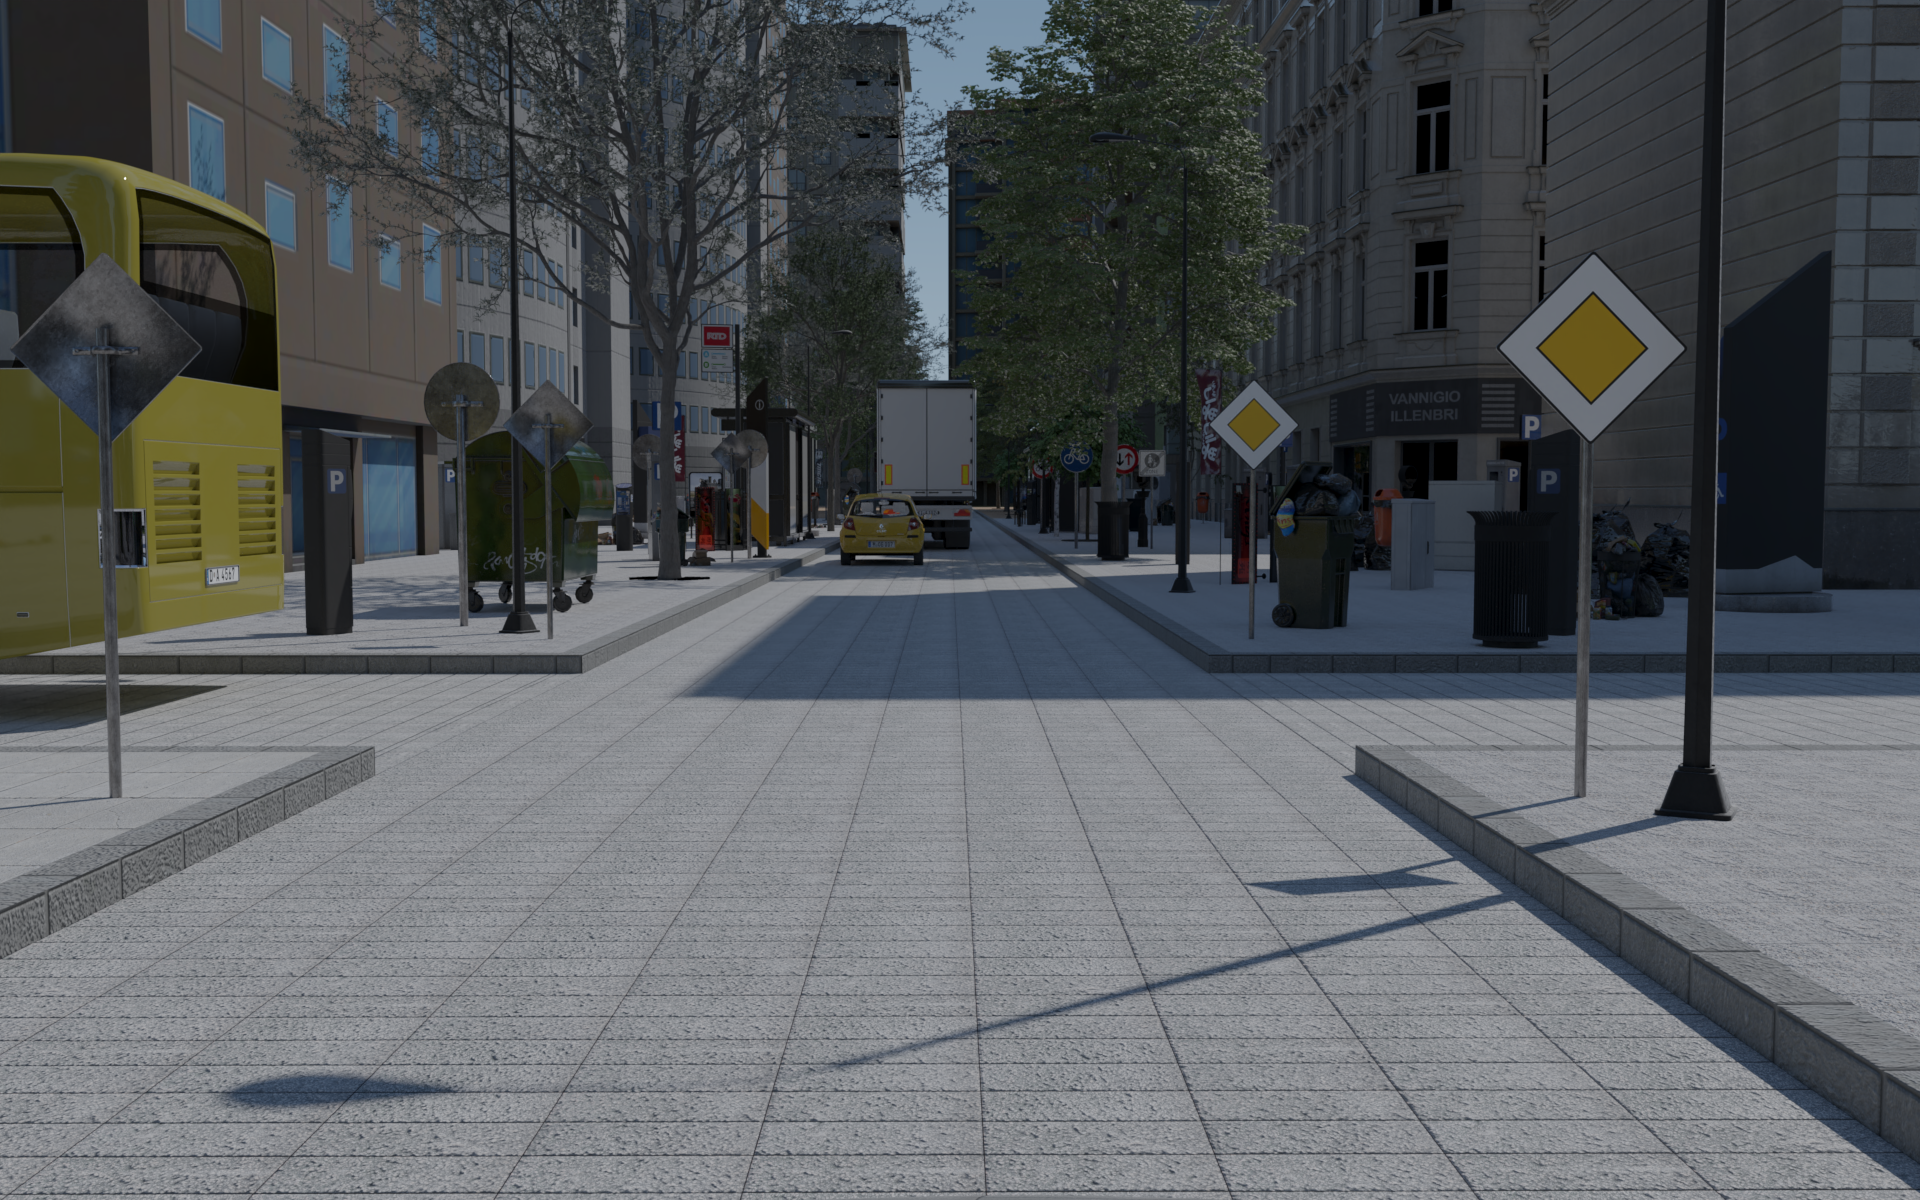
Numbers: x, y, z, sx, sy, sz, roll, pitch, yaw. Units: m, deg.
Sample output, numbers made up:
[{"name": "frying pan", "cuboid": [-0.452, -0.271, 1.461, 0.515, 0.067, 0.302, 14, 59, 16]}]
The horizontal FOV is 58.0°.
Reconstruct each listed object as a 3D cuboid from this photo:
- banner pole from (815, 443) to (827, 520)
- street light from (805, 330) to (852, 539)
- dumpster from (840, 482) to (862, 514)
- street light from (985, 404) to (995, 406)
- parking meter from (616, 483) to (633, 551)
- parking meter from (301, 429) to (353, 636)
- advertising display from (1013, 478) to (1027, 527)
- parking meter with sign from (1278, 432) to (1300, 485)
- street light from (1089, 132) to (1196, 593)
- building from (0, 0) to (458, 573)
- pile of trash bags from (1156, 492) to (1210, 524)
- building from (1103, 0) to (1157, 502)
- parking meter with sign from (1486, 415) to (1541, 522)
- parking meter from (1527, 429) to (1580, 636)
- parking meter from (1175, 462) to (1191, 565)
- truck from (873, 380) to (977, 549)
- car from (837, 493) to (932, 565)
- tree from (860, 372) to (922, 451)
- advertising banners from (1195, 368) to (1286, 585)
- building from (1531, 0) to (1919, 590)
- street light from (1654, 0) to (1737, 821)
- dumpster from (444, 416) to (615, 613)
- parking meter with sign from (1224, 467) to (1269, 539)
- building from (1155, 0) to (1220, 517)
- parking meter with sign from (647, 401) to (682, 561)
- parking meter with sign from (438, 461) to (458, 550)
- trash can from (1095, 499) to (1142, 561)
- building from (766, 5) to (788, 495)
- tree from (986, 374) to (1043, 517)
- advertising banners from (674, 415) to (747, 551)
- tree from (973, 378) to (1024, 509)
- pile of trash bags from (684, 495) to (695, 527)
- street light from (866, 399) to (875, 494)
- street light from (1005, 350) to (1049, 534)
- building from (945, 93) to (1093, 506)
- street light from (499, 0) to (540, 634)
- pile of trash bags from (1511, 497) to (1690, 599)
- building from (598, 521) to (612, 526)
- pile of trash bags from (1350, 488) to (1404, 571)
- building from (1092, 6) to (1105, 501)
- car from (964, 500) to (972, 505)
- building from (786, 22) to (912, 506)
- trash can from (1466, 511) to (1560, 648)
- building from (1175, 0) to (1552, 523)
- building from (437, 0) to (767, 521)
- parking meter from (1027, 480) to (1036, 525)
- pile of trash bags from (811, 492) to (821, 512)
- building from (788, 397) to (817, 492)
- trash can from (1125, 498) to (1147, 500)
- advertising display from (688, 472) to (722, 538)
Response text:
[{"name": "banner pole", "cuboid": [-6.715, -5.764, 84.264, 0.863, 3.779, 0.401, 2, 4, 30]}, {"name": "street light", "cuboid": [-3.758, -4.693, 49.269, 1.470, 5.913, 1.316, 0, 4, 0]}, {"name": "dumpster", "cuboid": [-5.236, -4.596, 80.908, 1.264, 1.857, 1.865, 0, 4, 0]}, {"name": "street light", "cuboid": [1.982, -7.152, 89.477, 1.470, 5.913, 1.316, 0, 4, 0]}, {"name": "parking meter", "cuboid": [-7.571, -1.875, 39.068, 0.372, 1.533, 0.369, 0, 3, 0]}, {"name": "parking meter", "cuboid": [-5.779, -0.620, 15.850, 0.255, 1.863, 0.399, 2, 4, 25]}, {"name": "advertising display", "cuboid": [2.533, -4.148, 73.033, 0.123, 1.923, 0.974, 2, 4, 32]}, {"name": "parking meter with sign", "cuboid": [8.494, -2.878, 43.309, 0.543, 3.016, 1.738, -1, 4, -21]}, {"name": "street light", "cuboid": [2.359, -3.051, 22.427, 1.470, 5.913, 1.316, 0, 4, 0]}, {"name": "building", "cuboid": [-17.658, -23.173, 28.984, 14.600, 45.320, 14.200, 0, 4, 0]}, {"name": "pile of trash bags", "cuboid": [9.169, -4.020, 75.472, 3.447, 1.369, 1.912, 1, 4, 12]}, {"name": "building", "cuboid": [21.385, -30.215, 117.721, 21.300, 48.544, 21.600, 0, 4, 0]}, {"name": "parking meter with sign", "cuboid": [12.210, -2.608, 38.899, 0.543, 3.016, 1.738, -2, 4, -23]}, {"name": "parking meter", "cuboid": [5.407, -0.617, 15.798, 0.255, 1.863, 0.399, -3, 5, -43]}, {"name": "parking meter", "cuboid": [4.070, -1.586, 31.635, 0.255, 1.863, 0.399, 0, 4, 5]}, {"name": "truck", "cuboid": [-1.036, -3.625, 48.189, 2.839, 4.237, 11.283, 0, 4, -2]}, {"name": "car", "cuboid": [-1.599, -1.592, 36.247, 2.015, 1.641, 3.980, 0, 4, -1]}, {"name": "tree", "cuboid": [-4.947, -12.789, 134.847, 9.928, 11.665, 9.643, 0, 3, 0]}, {"name": "advertising banners", "cuboid": [4.082, -1.740, 24.641, 2.074, 3.025, 0.090, -3, 4, -36]}, {"name": "building", "cuboid": [23.645, -14.117, 28.082, 25.104, 27.353, 12.463, 0, 4, 0]}, {"name": "street light", "cuboid": [2.419, -2.095, 6.790, 1.470, 5.913, 1.316, 0, 4, 0]}, {"name": "dumpster", "cuboid": [-4.812, -1.037, 19.452, 1.502, 2.255, 1.985, 0, 4, 0]}, {"name": "parking meter with sign", "cuboid": [8.489, -3.276, 49.816, 1.738, 3.016, 0.543, 1, 4, 23]}, {"name": "building", "cuboid": [18.163, -25.457, 99.819, 14.154, 41.232, 14.086, 0, 4, 0]}, {"name": "parking meter with sign", "cuboid": [-5.752, -2.271, 33.393, 0.543, 3.016, 1.738, -1, 4, -17]}, {"name": "parking meter with sign", "cuboid": [-12.012, -2.683, 40.127, 1.738, 3.016, 0.543, 3, 4, 36]}, {"name": "trash can", "cuboid": [2.959, -1.332, 33.433, 0.748, 1.137, 0.748, 0, 3, 0]}, {"name": "building", "cuboid": [-20.134, -29.107, 126.005, 14.600, 45.320, 14.200, 0, 4, 0]}, {"name": "tree", "cuboid": [3.597, -8.896, 95.819, 4.360, 8.622, 3.978, 0, 3, 0]}, {"name": "advertising banners", "cuboid": [-5.665, -2.594, 38.604, 2.074, 3.025, 0.090, -3, 4, -38]}, {"name": "tree", "cuboid": [3.233, -13.690, 149.593, 9.928, 11.665, 9.643, 0, 3, 0]}, {"name": "pile of trash bags", "cuboid": [-11.380, -3.540, 67.636, 1.912, 1.369, 3.447, 0, 4, -2]}, {"name": "street light", "cuboid": [-3.899, -6.736, 82.675, 1.470, 5.913, 1.316, 0, 4, 0]}, {"name": "street light", "cuboid": [2.164, -5.094, 55.832, 1.470, 5.913, 1.316, 0, 4, 0]}, {"name": "building", "cuboid": [11.137, -32.874, 192.108, 28.867, 44.769, 22.147, 0, 4, 0]}, {"name": "street light", "cuboid": [-3.540, -2.650, 15.863, 1.470, 5.913, 1.316, 0, 4, 0]}, {"name": "pile of trash bags", "cuboid": [8.869, -0.760, 22.186, 3.447, 1.369, 1.912, -1, 4, -10]}, {"name": "building", "cuboid": [-24.338, -31.541, 57.691, 21.231, 58.520, 28.212, 0, 4, 0]}, {"name": "pile of trash bags", "cuboid": [6.782, -1.183, 29.091, 1.912, 1.369, 3.447, 0, 4, -3]}, {"name": "building", "cuboid": [21.423, -36.714, 142.277, 21.231, 58.520, 28.212, 0, 4, 0]}, {"name": "car", "cuboid": [-0.243, -5.847, 105.827, 2.015, 1.641, 3.980, 0, 4, -1]}, {"name": "building", "cuboid": [-17.247, -37.108, 195.949, 27.495, 52.752, 28.713, 0, 4, 0]}, {"name": "trash can", "cuboid": [4.640, -0.179, 14.575, 0.748, 1.137, 0.748, 0, 3, 0]}, {"name": "building", "cuboid": [19.751, -17.857, 68.372, 17.030, 29.872, 44.131, 0, 4, 0]}, {"name": "building", "cuboid": [-23.601, -34.357, 103.739, 21.231, 58.520, 28.212, 0, 4, 0]}, {"name": "parking meter", "cuboid": [2.940, -4.013, 71.323, 0.255, 1.863, 0.399, 2, 4, 32]}, {"name": "pile of trash bags", "cuboid": [-8.182, -4.387, 81.472, 3.447, 1.369, 1.912, 1, 4, 17]}, {"name": "building", "cuboid": [-28.563, -50.929, 145.355, 31.000, 86.520, 22.319, 0, 4, 0]}, {"name": "trash can", "cuboid": [6.020, -2.908, 59.202, 0.748, 1.137, 0.748, 0, 3, 0]}, {"name": "advertising display", "cuboid": [-7.369, -2.751, 50.189, 0.974, 1.923, 0.123, -1, 4, -18]}]
